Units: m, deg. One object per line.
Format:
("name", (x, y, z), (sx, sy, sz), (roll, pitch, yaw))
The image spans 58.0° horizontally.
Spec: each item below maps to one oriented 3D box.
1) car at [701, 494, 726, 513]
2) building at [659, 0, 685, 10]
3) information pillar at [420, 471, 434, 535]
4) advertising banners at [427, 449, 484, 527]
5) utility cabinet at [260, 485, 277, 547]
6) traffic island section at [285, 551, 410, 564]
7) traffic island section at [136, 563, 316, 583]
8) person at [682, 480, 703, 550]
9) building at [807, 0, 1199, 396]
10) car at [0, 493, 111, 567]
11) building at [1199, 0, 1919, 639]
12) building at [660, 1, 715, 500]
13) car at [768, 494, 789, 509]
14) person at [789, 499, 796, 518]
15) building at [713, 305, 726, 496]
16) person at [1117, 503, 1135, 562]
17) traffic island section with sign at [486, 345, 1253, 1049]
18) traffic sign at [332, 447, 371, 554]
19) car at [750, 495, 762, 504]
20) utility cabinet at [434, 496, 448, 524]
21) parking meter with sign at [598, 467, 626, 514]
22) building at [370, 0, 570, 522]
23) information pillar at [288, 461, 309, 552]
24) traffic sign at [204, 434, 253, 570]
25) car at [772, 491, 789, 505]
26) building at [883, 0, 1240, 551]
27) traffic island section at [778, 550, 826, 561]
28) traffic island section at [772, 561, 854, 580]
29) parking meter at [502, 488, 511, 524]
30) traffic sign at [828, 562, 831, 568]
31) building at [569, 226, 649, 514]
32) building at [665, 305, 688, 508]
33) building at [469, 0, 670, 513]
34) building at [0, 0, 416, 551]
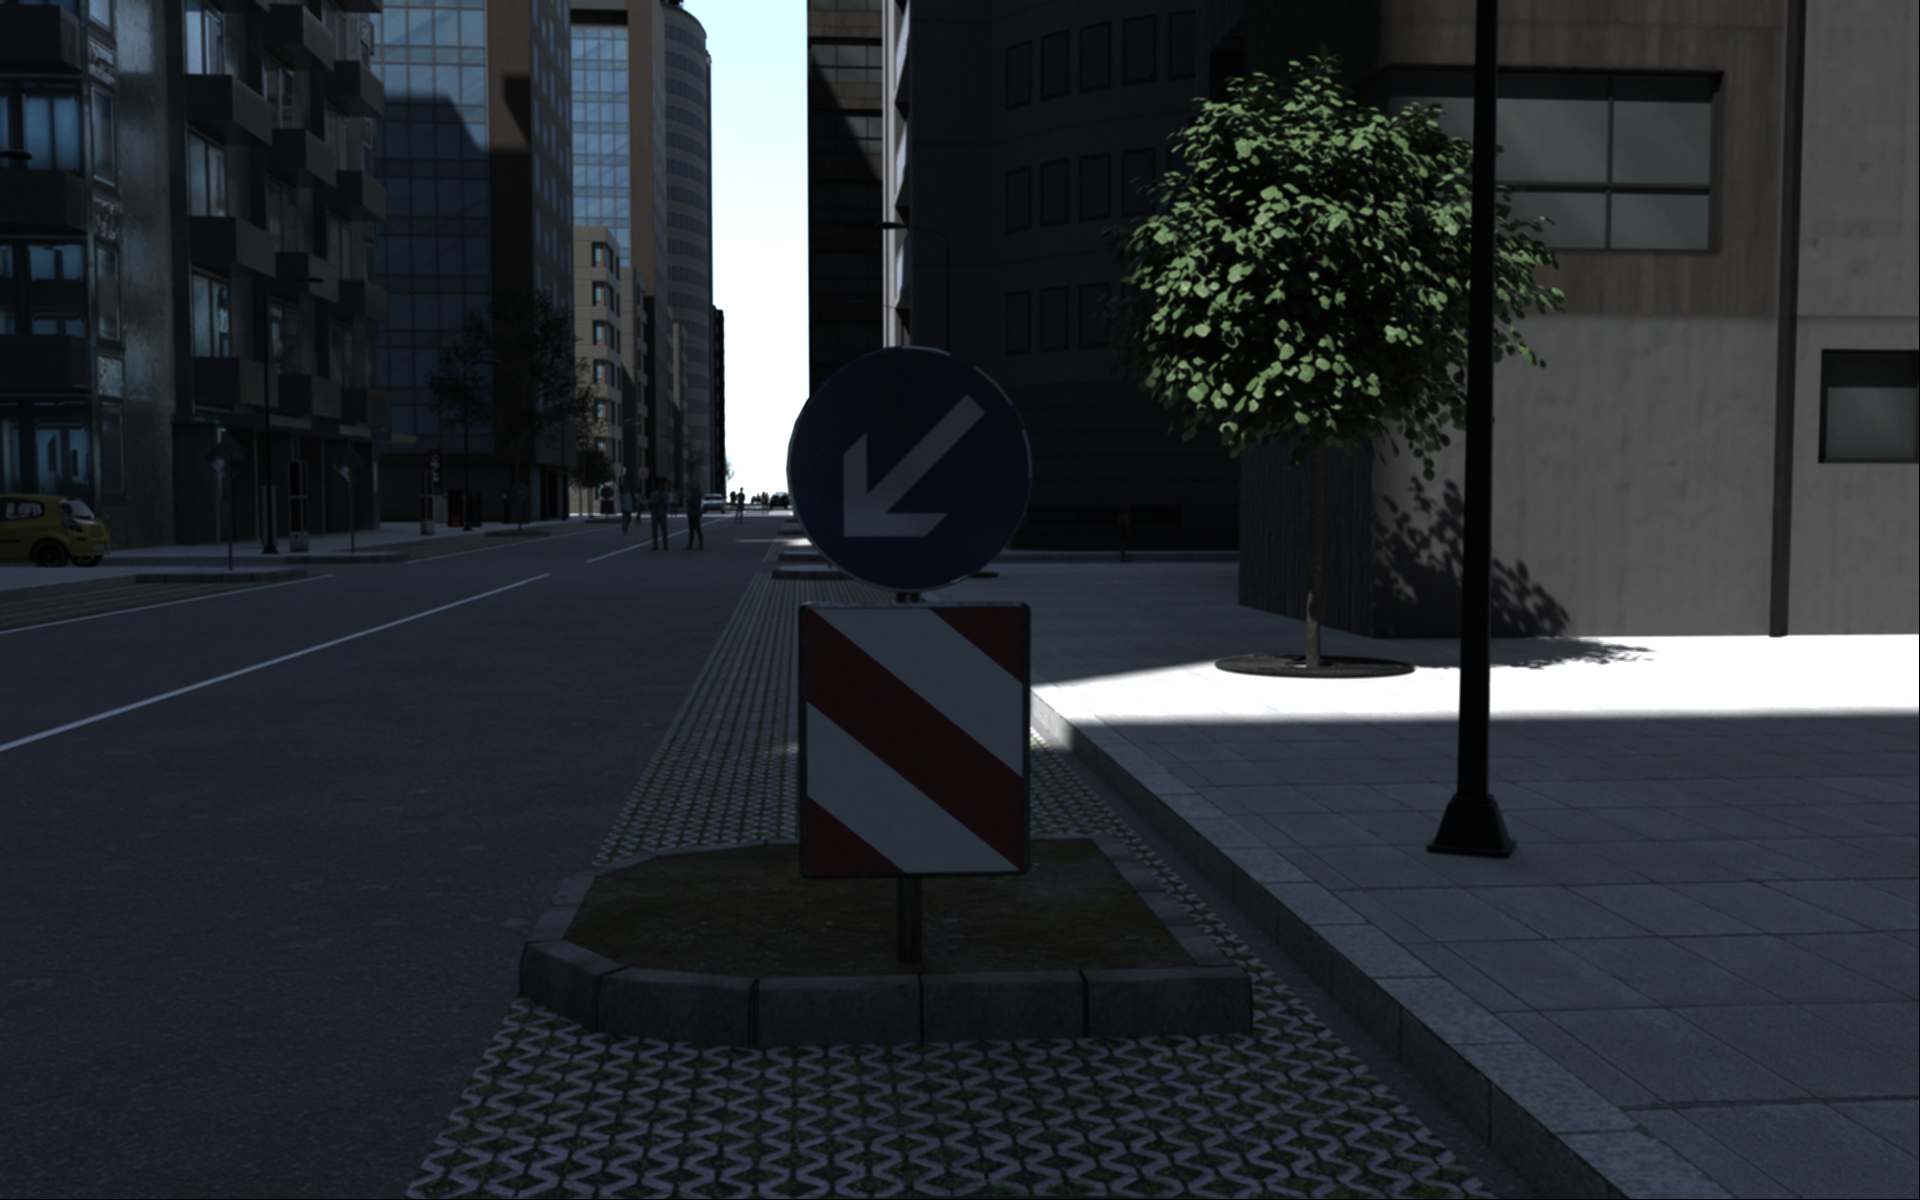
("car", (-18.936, -7.396, 132.929), (2.014, 1.417, 4.499), (0, 4, -6))
("building", (-44.930, -56.436, 235.398), (22.319, 86.520, 31.000), (0, 4, -5))
("information pillar", (-16.734, -3.050, 54.367), (0.304, 2.012, 0.304), (3, 4, 38))
("advertising banners", (-19.576, -4.343, 67.192), (2.074, 3.025, 0.090), (-1, 4, -9))
("utility cabinet", (-16.615, -2.014, 41.601), (0.318, 1.500, 1.173), (-2, 4, -24))
("traffic island section", (-13.016, -0.905, 37.083), (2.009, 0.180, 2.903), (0, 4, -5))
("traffic island section", (-12.285, -0.419, 29.131), (2.009, 0.180, 2.903), (0, 4, -5))
("person", (-6.868, -2.193, 44.540), (0.526, 1.800, 0.537), (-1, 4, -15))
("building", (0.905, -18.217, 69.544), (14.160, 30.474, 14.107), (0, 4, -5))
("car", (-18.381, -1.388, 32.912), (3.980, 1.641, 2.015), (0, 4, -3))
("building", (10.030, -15.301, 21.878), (14.160, 30.474, 14.107), (0, 4, -5))
("building", (-40.785, -40.670, 206.958), (21.231, 58.520, 28.212), (0, 4, -5))
("car", (-17.463, -9.591, 166.597), (2.009, 1.686, 4.222), (0, 4, -7))
("person", (-9.689, -5.704, 101.873), (0.709, 1.813, 0.853), (-1, 4, -15))
("building", (-42.590, -29.861, 259.930), (14.160, 30.474, 14.107), (0, 4, -5))
("person", (3.506, -1.428, 36.523), (0.373, 1.253, 0.362), (0, 4, -2))
("traffic island section with sign", (-0.306, 0.197, 5.415), (1.989, 1.847, 2.006), (0, 4, -5))
("traffic sign", (-12.994, -2.042, 37.023), (0.795, 2.450, 0.064), (0, 4, -5))
("car", (-30.527, -15.149, 260.264), (1.945, 1.354, 3.894), (0, 4, -4))
("utility cabinet", (-22.687, -3.961, 75.930), (0.306, 1.237, 1.020), (2, 4, 32))
("parking meter with sign", (-22.446, -7.052, 111.560), (1.738, 3.016, 0.543), (1, 4, 8))
("building", (-26.766, -26.529, 83.862), (14.600, 45.320, 14.200), (0, 4, -5))
("information pillar", (-14.644, -2.070, 38.328), (0.304, 2.012, 0.304), (0, 4, 2))
("traffic sign", (-12.263, -1.555, 29.071), (0.795, 2.450, 0.064), (0, 4, -5))
("car", (-23.126, -13.140, 223.513), (2.281, 1.827, 5.304), (0, 4, -7))
("building", (12.339, -30.924, 47.603), (28.212, 58.520, 21.231), (0, 4, -5))
("traffic island section", (-2.967, -0.961, 37.998), (2.009, 0.180, 2.903), (0, 4, -5))
("traffic island section", (-2.236, -0.475, 30.047), (2.009, 0.180, 2.903), (0, 4, -5))
("parking meter", (-19.537, -4.046, 74.558), (0.372, 1.533, 0.369), (0, 3, 0))
("traffic sign", (-2.259, -1.610, 29.967), (0.795, 2.450, 0.064), (0, 4, -5))
("building", (-37.887, -17.135, 125.204), (27.650, 21.520, 28.899), (0, 4, -5))
("building", (-41.440, -19.793, 168.661), (27.650, 21.520, 28.899), (0, 4, -5))
("building", (-32.400, -30.401, 147.163), (14.600, 45.320, 14.200), (0, 4, -5))
("building", (-29.817, -26.263, 49.003), (23.786, 49.044, 30.456), (0, 4, -5))
